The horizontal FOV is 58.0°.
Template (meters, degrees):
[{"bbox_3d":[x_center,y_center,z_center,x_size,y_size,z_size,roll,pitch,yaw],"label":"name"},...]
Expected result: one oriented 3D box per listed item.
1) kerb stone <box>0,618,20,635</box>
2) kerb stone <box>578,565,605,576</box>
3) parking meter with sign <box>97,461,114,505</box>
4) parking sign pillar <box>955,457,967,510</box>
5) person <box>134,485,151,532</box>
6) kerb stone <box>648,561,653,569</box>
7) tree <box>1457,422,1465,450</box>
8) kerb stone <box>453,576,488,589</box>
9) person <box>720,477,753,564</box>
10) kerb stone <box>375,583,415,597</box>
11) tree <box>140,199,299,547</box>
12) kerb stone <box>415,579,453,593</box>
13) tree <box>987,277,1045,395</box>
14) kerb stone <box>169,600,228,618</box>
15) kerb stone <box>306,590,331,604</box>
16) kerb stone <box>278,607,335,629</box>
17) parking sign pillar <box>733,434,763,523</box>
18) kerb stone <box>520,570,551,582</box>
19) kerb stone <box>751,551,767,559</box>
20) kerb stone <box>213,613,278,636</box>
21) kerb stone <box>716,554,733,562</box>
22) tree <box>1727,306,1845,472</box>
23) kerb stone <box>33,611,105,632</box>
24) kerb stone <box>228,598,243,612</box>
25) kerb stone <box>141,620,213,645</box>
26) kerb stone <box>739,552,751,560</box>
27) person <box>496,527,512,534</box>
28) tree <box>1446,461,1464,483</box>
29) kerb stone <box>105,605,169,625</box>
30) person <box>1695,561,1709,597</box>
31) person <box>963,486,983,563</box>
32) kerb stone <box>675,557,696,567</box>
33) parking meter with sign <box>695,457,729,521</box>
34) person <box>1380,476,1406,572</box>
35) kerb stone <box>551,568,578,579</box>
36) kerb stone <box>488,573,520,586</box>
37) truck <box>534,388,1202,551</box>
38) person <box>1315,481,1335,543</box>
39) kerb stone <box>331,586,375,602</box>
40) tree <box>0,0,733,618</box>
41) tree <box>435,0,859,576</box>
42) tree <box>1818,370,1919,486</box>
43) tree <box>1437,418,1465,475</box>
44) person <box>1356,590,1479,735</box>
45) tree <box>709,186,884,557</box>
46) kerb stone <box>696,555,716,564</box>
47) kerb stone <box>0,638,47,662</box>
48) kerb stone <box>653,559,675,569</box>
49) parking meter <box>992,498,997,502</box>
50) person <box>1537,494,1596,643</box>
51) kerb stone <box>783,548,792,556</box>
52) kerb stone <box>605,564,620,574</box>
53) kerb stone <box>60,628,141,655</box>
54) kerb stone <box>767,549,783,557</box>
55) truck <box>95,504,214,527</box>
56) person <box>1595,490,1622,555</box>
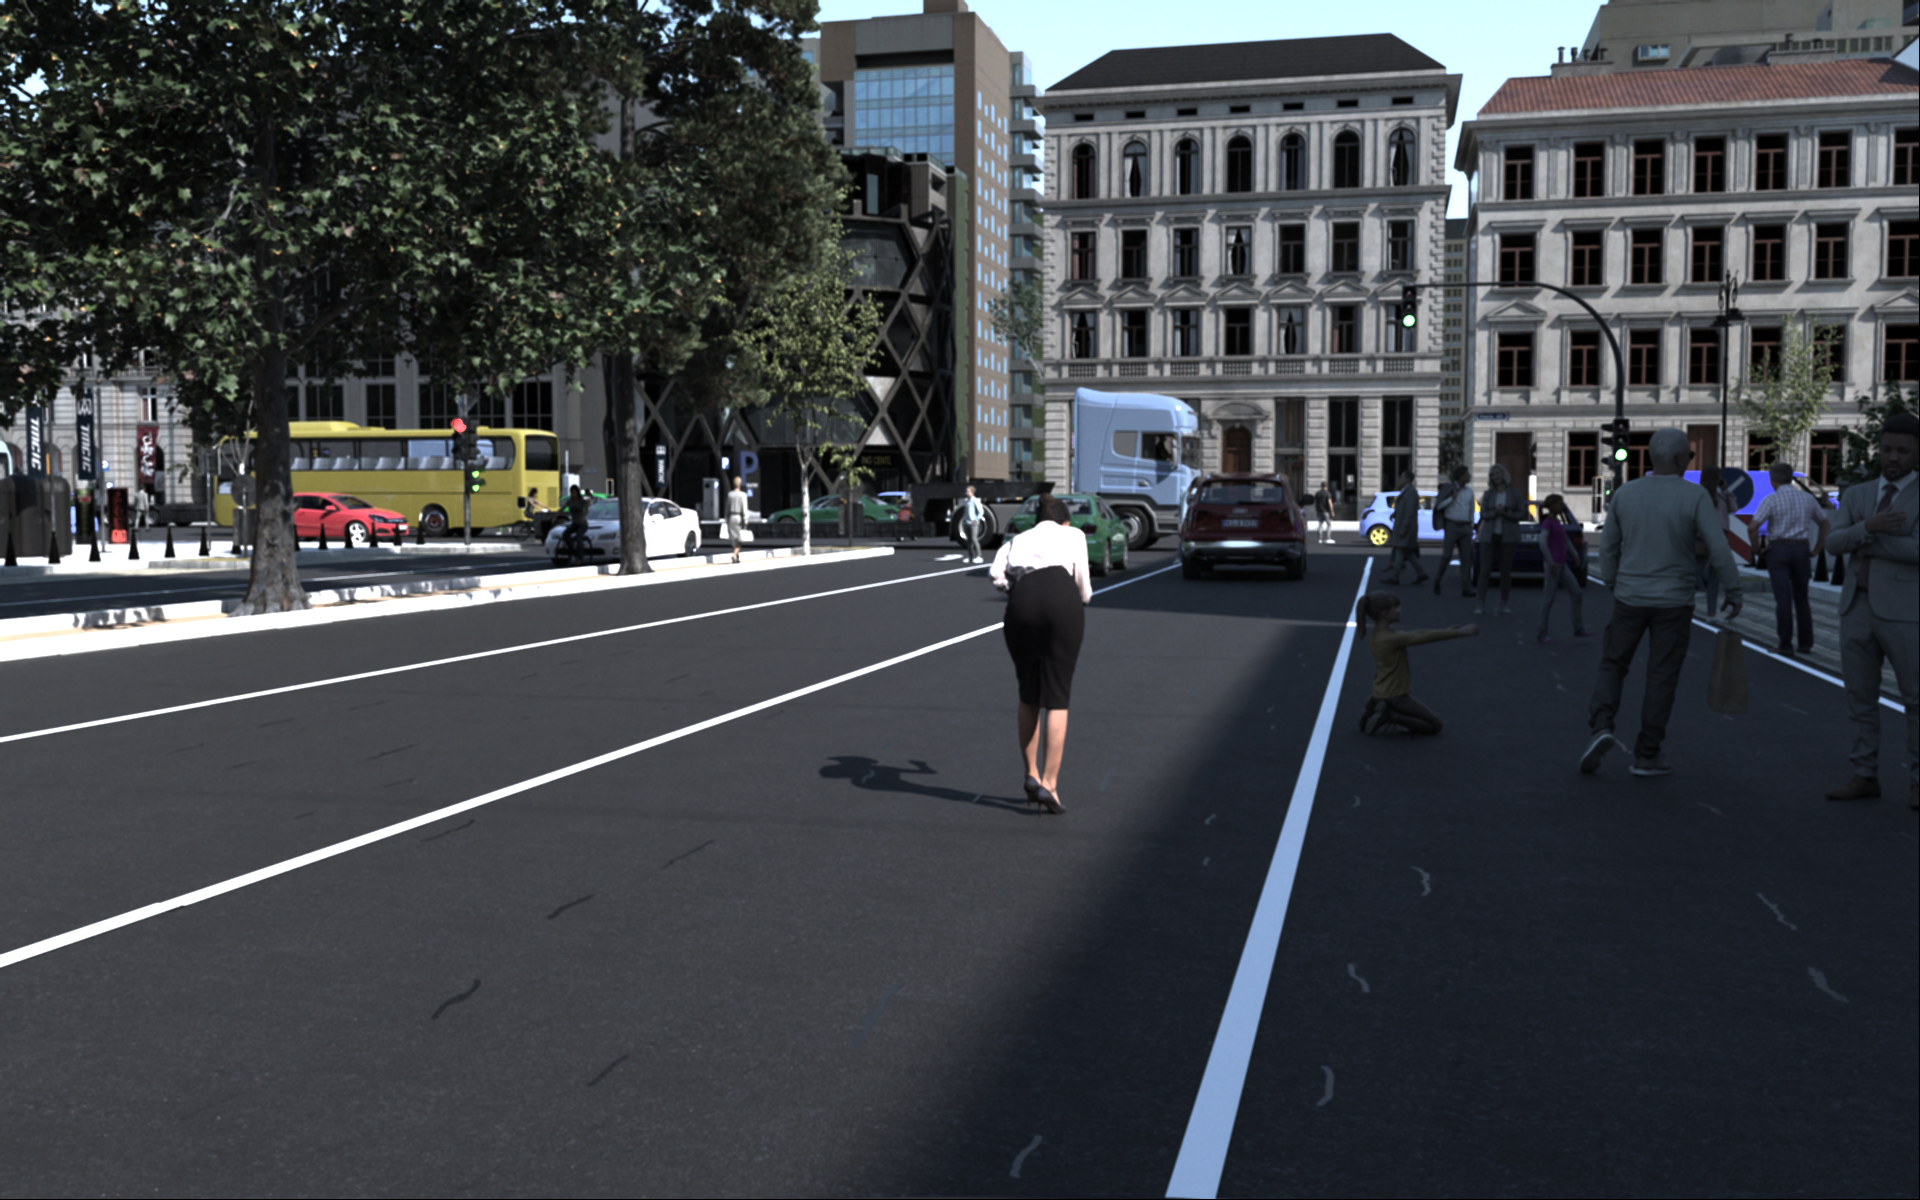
[{"bbox_3d":[-9.757,0.295,17.370,0.120,0.150,1.000,1,4,14],"label":"kerb stone"},{"bbox_3d":[-6.550,-0.499,30.359,0.120,0.150,1.000,1,4,14],"label":"kerb stone"},{"bbox_3d":[-44.461,-5.755,90.355,0.543,3.016,1.738,-3,5,-39],"label":"parking meter with sign"},{"bbox_3d":[0.048,-8.319,124.485,1.447,3.967,1.447,1,4,23],"label":"parking sign pillar"},{"bbox_3d":[-31.001,-3.476,65.609,0.678,1.792,0.850,0,4,5],"label":"person"},{"bbox_3d":[-6.044,-0.622,32.363,0.120,0.150,1.000,1,4,14],"label":"kerb stone"},{"bbox_3d":[45.222,-12.233,150.365,4.737,8.622,4.395,0,3,0],"label":"tree"},{"bbox_3d":[-7.532,-0.254,26.362,0.120,0.150,1.000,1,4,14],"label":"kerb stone"},{"bbox_3d":[-4.539,-1.598,34.974,0.694,1.780,0.624,2,4,35],"label":"person"},{"bbox_3d":[-8.030,-0.133,24.370,0.120,0.150,1.000,1,4,14],"label":"kerb stone"},{"bbox_3d":[-17.607,-5.598,41.885,4.360,8.622,3.978,0,3,0],"label":"tree"},{"bbox_3d":[-7.788,-0.194,25.367,0.120,0.150,1.000,1,4,14],"label":"kerb stone"},{"bbox_3d":[9.359,-17.184,136.840,12.611,20.169,13.585,0,3,0],"label":"tree"},{"bbox_3d":[-9.016,0.113,20.373,0.120,0.150,1.000,1,4,14],"label":"kerb stone"},{"bbox_3d":[-8.511,-0.001,22.371,0.120,0.150,1.000,1,4,14],"label":"kerb stone"},{"bbox_3d":[-7.205,0.201,18.924,0.120,0.150,1.000,1,4,14],"label":"kerb stone"},{"bbox_3d":[-9.658,-5.500,78.400,1.447,3.967,1.447,3,5,40],"label":"parking sign pillar"},{"bbox_3d":[-7.033,-0.376,28.355,0.120,0.150,1.000,1,4,14],"label":"kerb stone"},{"bbox_3d":[-4.557,-0.990,38.388,0.120,0.150,1.000,1,4,14],"label":"kerb stone"},{"bbox_3d":[-7.456,0.261,17.929,0.120,0.150,1.000,1,4,14],"label":"kerb stone"},{"bbox_3d":[-5.052,-0.868,36.383,0.120,0.150,1.000,1,4,14],"label":"kerb stone"},{"bbox_3d":[32.719,-7.215,68.327,4.737,8.622,4.395,0,3,0],"label":"tree"},{"bbox_3d":[-9.508,0.234,18.370,0.120,0.150,1.000,1,4,14],"label":"kerb stone"},{"bbox_3d":[-8.770,0.052,21.370,0.120,0.150,1.000,1,4,14],"label":"kerb stone"},{"bbox_3d":[-7.705,0.322,16.925,0.120,0.150,1.000,1,4,14],"label":"kerb stone"},{"bbox_3d":[-4.806,-0.929,37.392,0.120,0.150,1.000,1,4,14],"label":"kerb stone"},{"bbox_3d":[-16.244,-2.989,61.622,0.590,1.304,0.306,-2,4,-28],"label":"person"},{"bbox_3d":[49.361,-11.386,169.867,4.285,4.588,4.351,0,3,0],"label":"tree"},{"bbox_3d":[-9.263,0.173,19.367,0.120,0.150,1.000,1,4,14],"label":"kerb stone"},{"bbox_3d":[10.195,-0.607,23.924,0.738,1.151,1.012,0,4,-3],"label":"person"},{"bbox_3d":[0.236,-1.598,36.433,0.330,1.601,0.589,-2,4,-31],"label":"person"},{"bbox_3d":[-5.544,-0.745,34.369,0.120,0.150,1.000,1,4,14],"label":"kerb stone"},{"bbox_3d":[-11.878,-5.288,82.720,1.738,3.016,0.543,2,4,31],"label":"parking meter with sign"},{"bbox_3d":[8.089,-1.430,32.163,0.573,1.790,0.520,1,4,8],"label":"person"},{"bbox_3d":[-6.792,-0.438,29.352,0.120,0.150,1.000,1,4,14],"label":"kerb stone"},{"bbox_3d":[-7.285,-0.310,27.358,0.120,0.150,1.000,1,4,14],"label":"kerb stone"},{"bbox_3d":[-2.349,-3.454,46.232,18.799,4.110,2.967,1,4,15],"label":"truck"},{"bbox_3d":[10.754,-2.592,51.011,0.434,1.807,0.598,-2,4,-33],"label":"person"},{"bbox_3d":[-8.273,-0.072,23.372,0.120,0.150,1.000,1,4,14],"label":"kerb stone"},{"bbox_3d":[-7.912,-6.138,19.821,9.611,12.733,9.660,0,3,0],"label":"tree"},{"bbox_3d":[-5.829,-7.350,30.045,7.806,13.903,7.818,0,3,0],"label":"tree"},{"bbox_3d":[14.362,-1.957,26.590,1.663,3.219,1.824,0,3,0],"label":"tree"},{"bbox_3d":[55.338,-15.651,190.299,7.601,10.594,8.767,2,4,33],"label":"tree"},{"bbox_3d":[2.713,0.370,10.367,0.695,0.859,0.347,0,4,-2],"label":"person"},{"bbox_3d":[-3.390,-5.179,37.489,4.737,8.622,4.395,0,3,0],"label":"tree"},{"bbox_3d":[-5.290,-0.806,35.375,0.120,0.150,1.000,1,4,14],"label":"kerb stone"},{"bbox_3d":[-8.200,0.445,14.922,0.120,0.150,1.000,1,4,14],"label":"kerb stone"},{"bbox_3d":[-5.801,-0.682,33.365,0.120,0.150,1.000,1,4,14],"label":"kerb stone"},{"bbox_3d":[2.512,-7.348,125.847,0.255,1.863,0.399,-1,4,-14],"label":"parking meter"},{"bbox_3d":[5.862,-0.299,16.632,0.776,1.435,0.726,3,5,40],"label":"person"},{"bbox_3d":[-4.062,-1.113,40.392,0.120,0.150,1.000,1,4,14],"label":"kerb stone"},{"bbox_3d":[-6.289,-0.560,31.364,0.120,0.150,1.000,1,4,14],"label":"kerb stone"},{"bbox_3d":[-7.951,0.384,15.918,0.120,0.150,1.000,1,4,14],"label":"kerb stone"},{"bbox_3d":[-4.312,-1.052,39.388,0.120,0.150,1.000,1,4,14],"label":"kerb stone"},{"bbox_3d":[-28.315,-5.176,74.389,18.799,4.110,2.967,1,4,12],"label":"truck"},{"bbox_3d":[10.820,-1.072,28.715,0.600,1.496,0.574,3,5,41],"label":"person"}]
